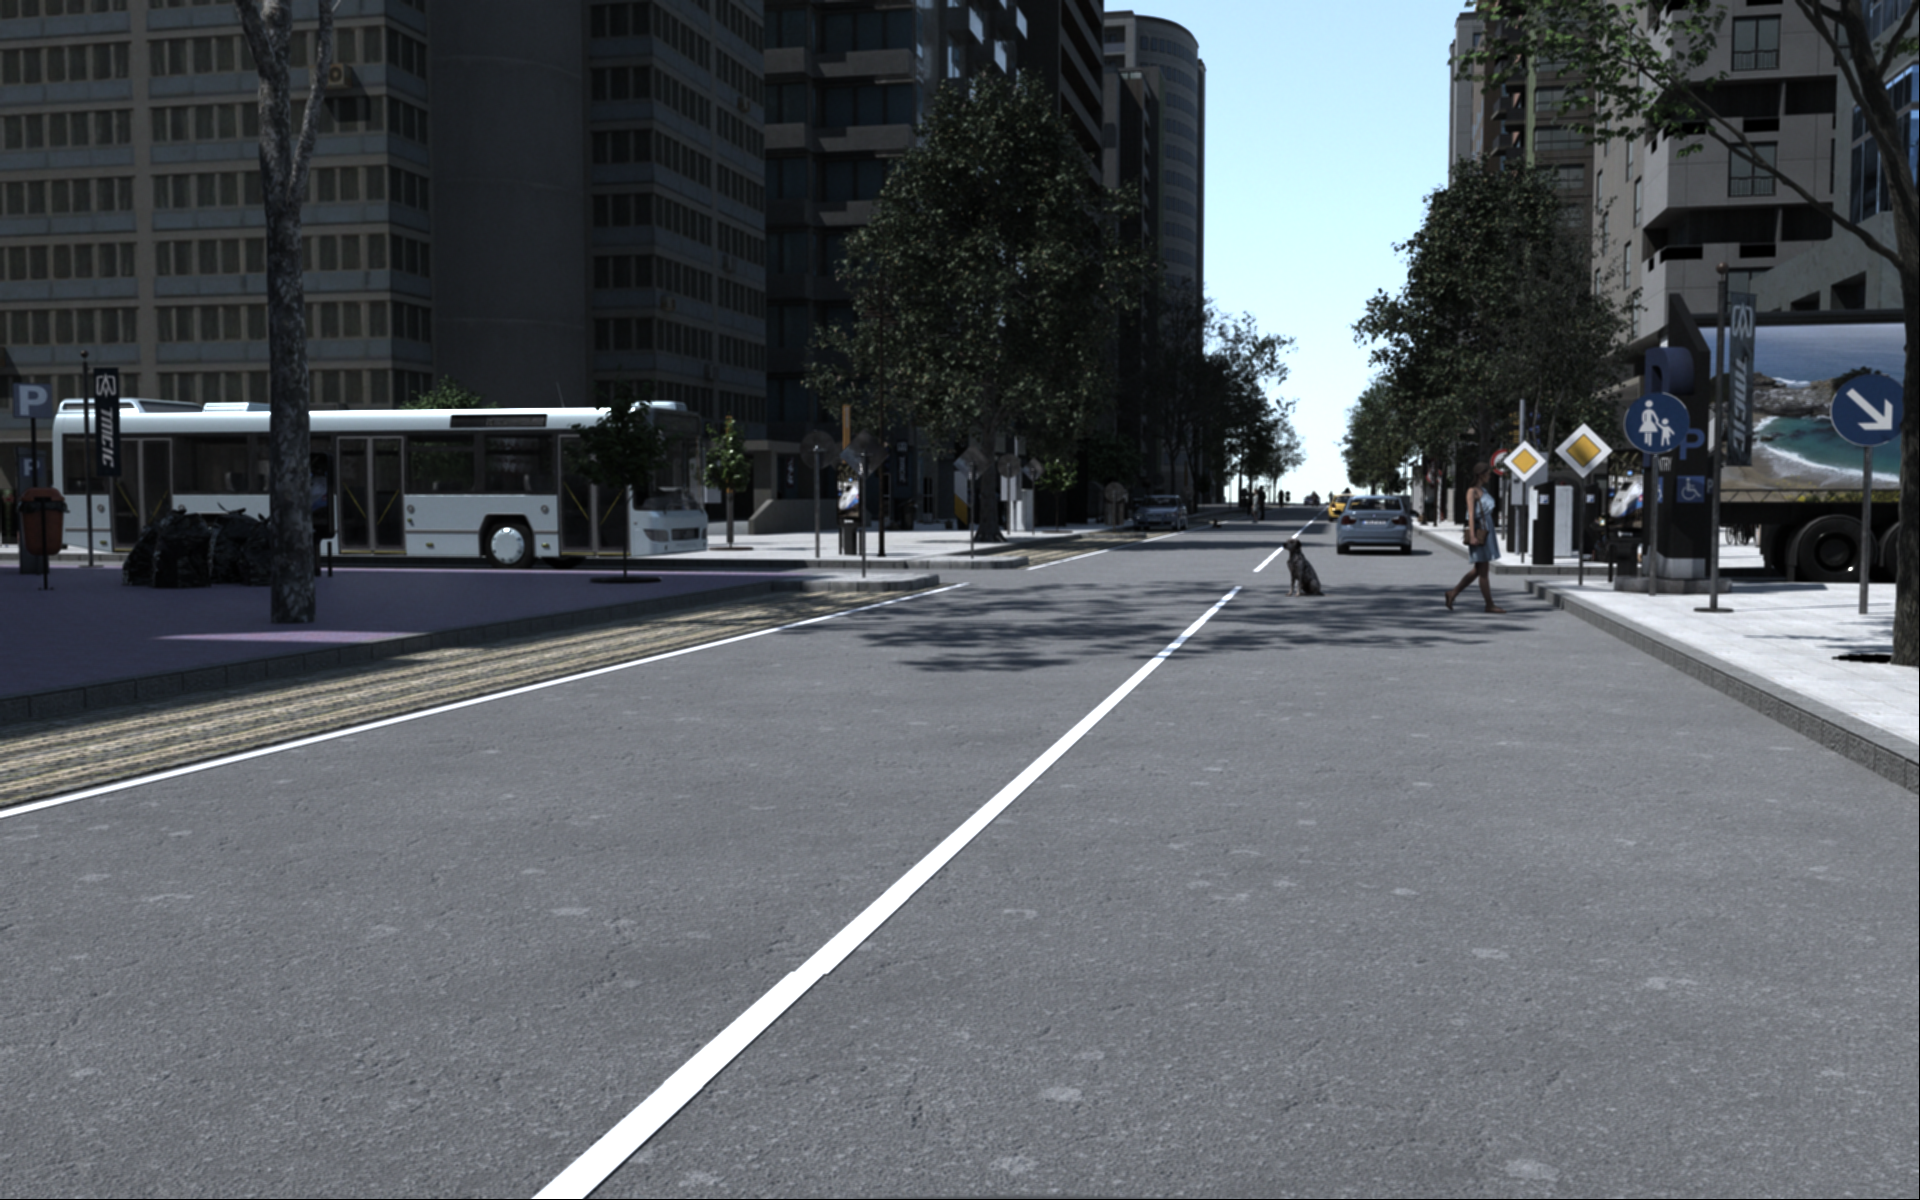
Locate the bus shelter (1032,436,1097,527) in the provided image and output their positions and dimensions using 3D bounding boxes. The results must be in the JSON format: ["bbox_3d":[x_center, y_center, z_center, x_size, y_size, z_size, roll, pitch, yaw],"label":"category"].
[{"bbox_3d":[4.262,-4.828,70.224,1.731,3.624,6.357,1,4,12],"label":"bus shelter"}]

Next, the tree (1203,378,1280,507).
[{"bbox_3d":[27.723,-15.320,168.607,7.486,12.596,7.792,0,3,0],"label":"tree"}]

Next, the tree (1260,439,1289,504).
[{"bbox_3d":[44.515,-18.027,245.109,4.360,8.622,3.978,0,3,0],"label":"tree"}]

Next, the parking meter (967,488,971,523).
[{"bbox_3d":[0.488,-4.147,76.216,0.372,1.533,0.369,0,3,0],"label":"parking meter"}]

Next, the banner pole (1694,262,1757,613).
[{"bbox_3d":[8.428,-1.769,18.936,0.863,3.779,0.401,-2,4,-33],"label":"banner pole"}]

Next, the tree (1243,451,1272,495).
[{"bbox_3d":[36.126,-15.988,211.769,4.737,8.622,4.395,0,3,0],"label":"tree"}]

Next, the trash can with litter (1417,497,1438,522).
[{"bbox_3d":[21.333,-4.128,78.881,1.055,1.170,0.624,-3,5,-40],"label":"trash can with litter"}]

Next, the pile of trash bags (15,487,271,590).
[{"bbox_3d":[-11.210,-0.882,24.177,3.447,1.369,1.912,-2,4,-31],"label":"pile of trash bags"}]

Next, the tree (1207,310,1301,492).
[{"bbox_3d":[29.509,-19.921,181.601,12.611,20.169,13.585,0,3,0],"label":"tree"}]

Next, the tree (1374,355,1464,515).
[{"bbox_3d":[23.010,-8.252,85.280,4.737,8.622,4.395,0,3,0],"label":"tree"}]

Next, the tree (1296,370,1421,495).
[{"bbox_3d":[41.955,-15.917,170.609,12.009,13.543,11.850,0,3,0],"label":"tree"}]

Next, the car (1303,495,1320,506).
[{"bbox_3d":[42.445,-12.019,209.088,1.945,1.354,3.894,1,4,13],"label":"car"}]

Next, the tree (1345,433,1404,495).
[{"bbox_3d":[52.030,-18.181,215.379,7.486,12.596,7.792,0,3,0],"label":"tree"}]

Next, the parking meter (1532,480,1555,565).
[{"bbox_3d":[10.555,-1.401,31.314,0.372,1.533,0.369,0,3,0],"label":"parking meter"}]

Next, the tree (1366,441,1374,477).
[{"bbox_3d":[36.754,-12.036,147.158,4.737,8.622,4.395,0,3,0],"label":"tree"}]

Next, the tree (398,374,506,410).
[{"bbox_3d":[-13.883,-3.893,47.364,4.285,4.588,4.351,0,3,0],"label":"tree"}]

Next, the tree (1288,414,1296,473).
[{"bbox_3d":[46.319,-21.036,254.306,12.009,13.543,11.850,0,3,0],"label":"tree"}]

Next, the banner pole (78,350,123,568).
[{"bbox_3d":[-15.022,-2.461,30.249,0.863,3.779,0.401,0,4,8],"label":"banner pole"}]

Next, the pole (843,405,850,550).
[{"bbox_3d":[-2.598,-2.807,39.733,0.158,3.312,0.155,0,3,0],"label":"pole"}]

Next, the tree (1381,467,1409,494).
[{"bbox_3d":[31.461,-7.966,124.843,1.663,3.219,1.824,0,3,0],"label":"tree"}]

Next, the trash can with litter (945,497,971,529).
[{"bbox_3d":[-0.113,-3.178,63.342,1.055,1.170,0.624,0,4,1],"label":"trash can with litter"}]

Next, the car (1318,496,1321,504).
[{"bbox_3d":[49.287,-13.986,241.257,1.945,1.354,3.894,1,4,12],"label":"car"}]

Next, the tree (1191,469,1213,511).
[{"bbox_3d":[18.625,-8.490,133.414,1.663,3.219,1.824,0,3,0],"label":"tree"}]

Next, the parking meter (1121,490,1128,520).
[{"bbox_3d":[8.226,-4.778,86.525,0.372,1.533,0.369,0,3,0],"label":"parking meter"}]

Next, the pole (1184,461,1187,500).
[{"bbox_3d":[14.031,-6.956,107.580,0.158,3.312,0.155,0,3,0],"label":"pole"}]

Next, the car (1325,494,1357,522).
[{"bbox_3d":[19.979,-4.867,89.801,2.015,1.641,3.980,1,4,11],"label":"car"}]

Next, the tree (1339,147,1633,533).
[{"bbox_3d":[17.533,-8.587,57.413,9.611,12.733,9.660,0,3,0],"label":"tree"}]

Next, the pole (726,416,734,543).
[{"bbox_3d":[-6.025,-3.149,45.337,0.158,3.312,0.155,0,3,0],"label":"pole"}]

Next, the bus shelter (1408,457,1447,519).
[{"bbox_3d":[24.693,-5.950,91.211,2.014,3.302,5.546,1,4,12],"label":"bus shelter"}]

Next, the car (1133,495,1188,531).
[{"bbox_3d":[7.940,-3.444,68.319,2.014,1.417,4.499,1,4,14],"label":"car"}]

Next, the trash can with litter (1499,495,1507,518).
[{"bbox_3d":[28.758,-4.924,91.566,1.678,1.210,2.233,-2,4,-33],"label":"trash can with litter"}]

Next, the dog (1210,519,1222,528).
[{"bbox_3d":[10.766,-3.230,73.000,0.550,0.427,0.748,1,4,19],"label":"dog"}]

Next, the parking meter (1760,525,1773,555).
[{"bbox_3d":[17.089,-1.719,36.515,0.372,1.533,0.369,0,3,0],"label":"parking meter"}]

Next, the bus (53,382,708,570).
[{"bbox_3d":[-10.614,-2.326,32.897,13.247,3.499,2.948,1,4,13],"label":"bus"}]

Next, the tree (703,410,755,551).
[{"bbox_3d":[-5.221,-2.768,39.853,1.663,3.219,1.824,0,3,0],"label":"tree"}]

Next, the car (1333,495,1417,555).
[{"bbox_3d":[10.128,-1.852,42.283,2.014,1.417,4.499,1,4,14],"label":"car"}]

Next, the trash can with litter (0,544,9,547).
[{"bbox_3d":[-23.719,-1.858,41.436,1.678,1.210,2.233,0,4,-6],"label":"trash can with litter"}]

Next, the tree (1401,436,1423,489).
[{"bbox_3d":[21.077,-7.691,76.106,4.360,8.622,3.978,0,3,0],"label":"tree"}]

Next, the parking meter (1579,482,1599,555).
[{"bbox_3d":[13.389,-1.741,36.882,0.372,1.533,0.369,0,3,0],"label":"parking meter"}]

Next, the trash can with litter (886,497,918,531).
[{"bbox_3d":[-2.045,-3.031,60.952,1.055,1.170,0.624,-2,4,-31],"label":"trash can with litter"}]

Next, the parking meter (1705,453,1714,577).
[{"bbox_3d":[10.490,-1.152,24.552,0.399,1.863,0.255,-3,4,-39],"label":"parking meter"}]

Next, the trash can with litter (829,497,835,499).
[{"bbox_3d":[-5.604,-3.999,76.763,0.624,1.170,1.055,1,4,11],"label":"trash can with litter"}]

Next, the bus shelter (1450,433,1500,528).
[{"bbox_3d":[20.375,-4.740,68.775,1.731,3.624,6.357,1,4,13],"label":"bus shelter"}]

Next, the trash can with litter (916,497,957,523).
[{"bbox_3d":[-1.111,-4.000,76.460,2.233,1.210,1.678,2,4,28],"label":"trash can with litter"}]

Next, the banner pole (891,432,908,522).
[{"bbox_3d":[-2.470,-4.858,69.446,0.863,3.779,0.401,0,4,-4],"label":"banner pole"}]

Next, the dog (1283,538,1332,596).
[{"bbox_3d":[4.941,-0.458,24.319,0.800,0.831,0.513,1,4,11],"label":"dog"}]

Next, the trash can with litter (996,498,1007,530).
[{"bbox_3d":[1.980,-3.047,61.200,1.055,1.170,0.624,1,4,21],"label":"trash can with litter"}]

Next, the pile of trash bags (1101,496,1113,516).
[{"bbox_3d":[8.577,-5.611,101.497,1.912,1.369,3.447,0,4,-6],"label":"pile of trash bags"}]

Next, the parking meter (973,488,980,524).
[{"bbox_3d":[0.828,-3.984,73.554,0.372,1.533,0.369,0,3,0],"label":"parking meter"}]

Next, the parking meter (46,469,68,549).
[{"bbox_3d":[-20.900,-2.105,40.129,0.399,1.863,0.255,-1,4,-15],"label":"parking meter"}]

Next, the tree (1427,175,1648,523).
[{"bbox_3d":[14.009,-5.550,41.105,4.360,8.622,3.978,0,3,0],"label":"tree"}]
